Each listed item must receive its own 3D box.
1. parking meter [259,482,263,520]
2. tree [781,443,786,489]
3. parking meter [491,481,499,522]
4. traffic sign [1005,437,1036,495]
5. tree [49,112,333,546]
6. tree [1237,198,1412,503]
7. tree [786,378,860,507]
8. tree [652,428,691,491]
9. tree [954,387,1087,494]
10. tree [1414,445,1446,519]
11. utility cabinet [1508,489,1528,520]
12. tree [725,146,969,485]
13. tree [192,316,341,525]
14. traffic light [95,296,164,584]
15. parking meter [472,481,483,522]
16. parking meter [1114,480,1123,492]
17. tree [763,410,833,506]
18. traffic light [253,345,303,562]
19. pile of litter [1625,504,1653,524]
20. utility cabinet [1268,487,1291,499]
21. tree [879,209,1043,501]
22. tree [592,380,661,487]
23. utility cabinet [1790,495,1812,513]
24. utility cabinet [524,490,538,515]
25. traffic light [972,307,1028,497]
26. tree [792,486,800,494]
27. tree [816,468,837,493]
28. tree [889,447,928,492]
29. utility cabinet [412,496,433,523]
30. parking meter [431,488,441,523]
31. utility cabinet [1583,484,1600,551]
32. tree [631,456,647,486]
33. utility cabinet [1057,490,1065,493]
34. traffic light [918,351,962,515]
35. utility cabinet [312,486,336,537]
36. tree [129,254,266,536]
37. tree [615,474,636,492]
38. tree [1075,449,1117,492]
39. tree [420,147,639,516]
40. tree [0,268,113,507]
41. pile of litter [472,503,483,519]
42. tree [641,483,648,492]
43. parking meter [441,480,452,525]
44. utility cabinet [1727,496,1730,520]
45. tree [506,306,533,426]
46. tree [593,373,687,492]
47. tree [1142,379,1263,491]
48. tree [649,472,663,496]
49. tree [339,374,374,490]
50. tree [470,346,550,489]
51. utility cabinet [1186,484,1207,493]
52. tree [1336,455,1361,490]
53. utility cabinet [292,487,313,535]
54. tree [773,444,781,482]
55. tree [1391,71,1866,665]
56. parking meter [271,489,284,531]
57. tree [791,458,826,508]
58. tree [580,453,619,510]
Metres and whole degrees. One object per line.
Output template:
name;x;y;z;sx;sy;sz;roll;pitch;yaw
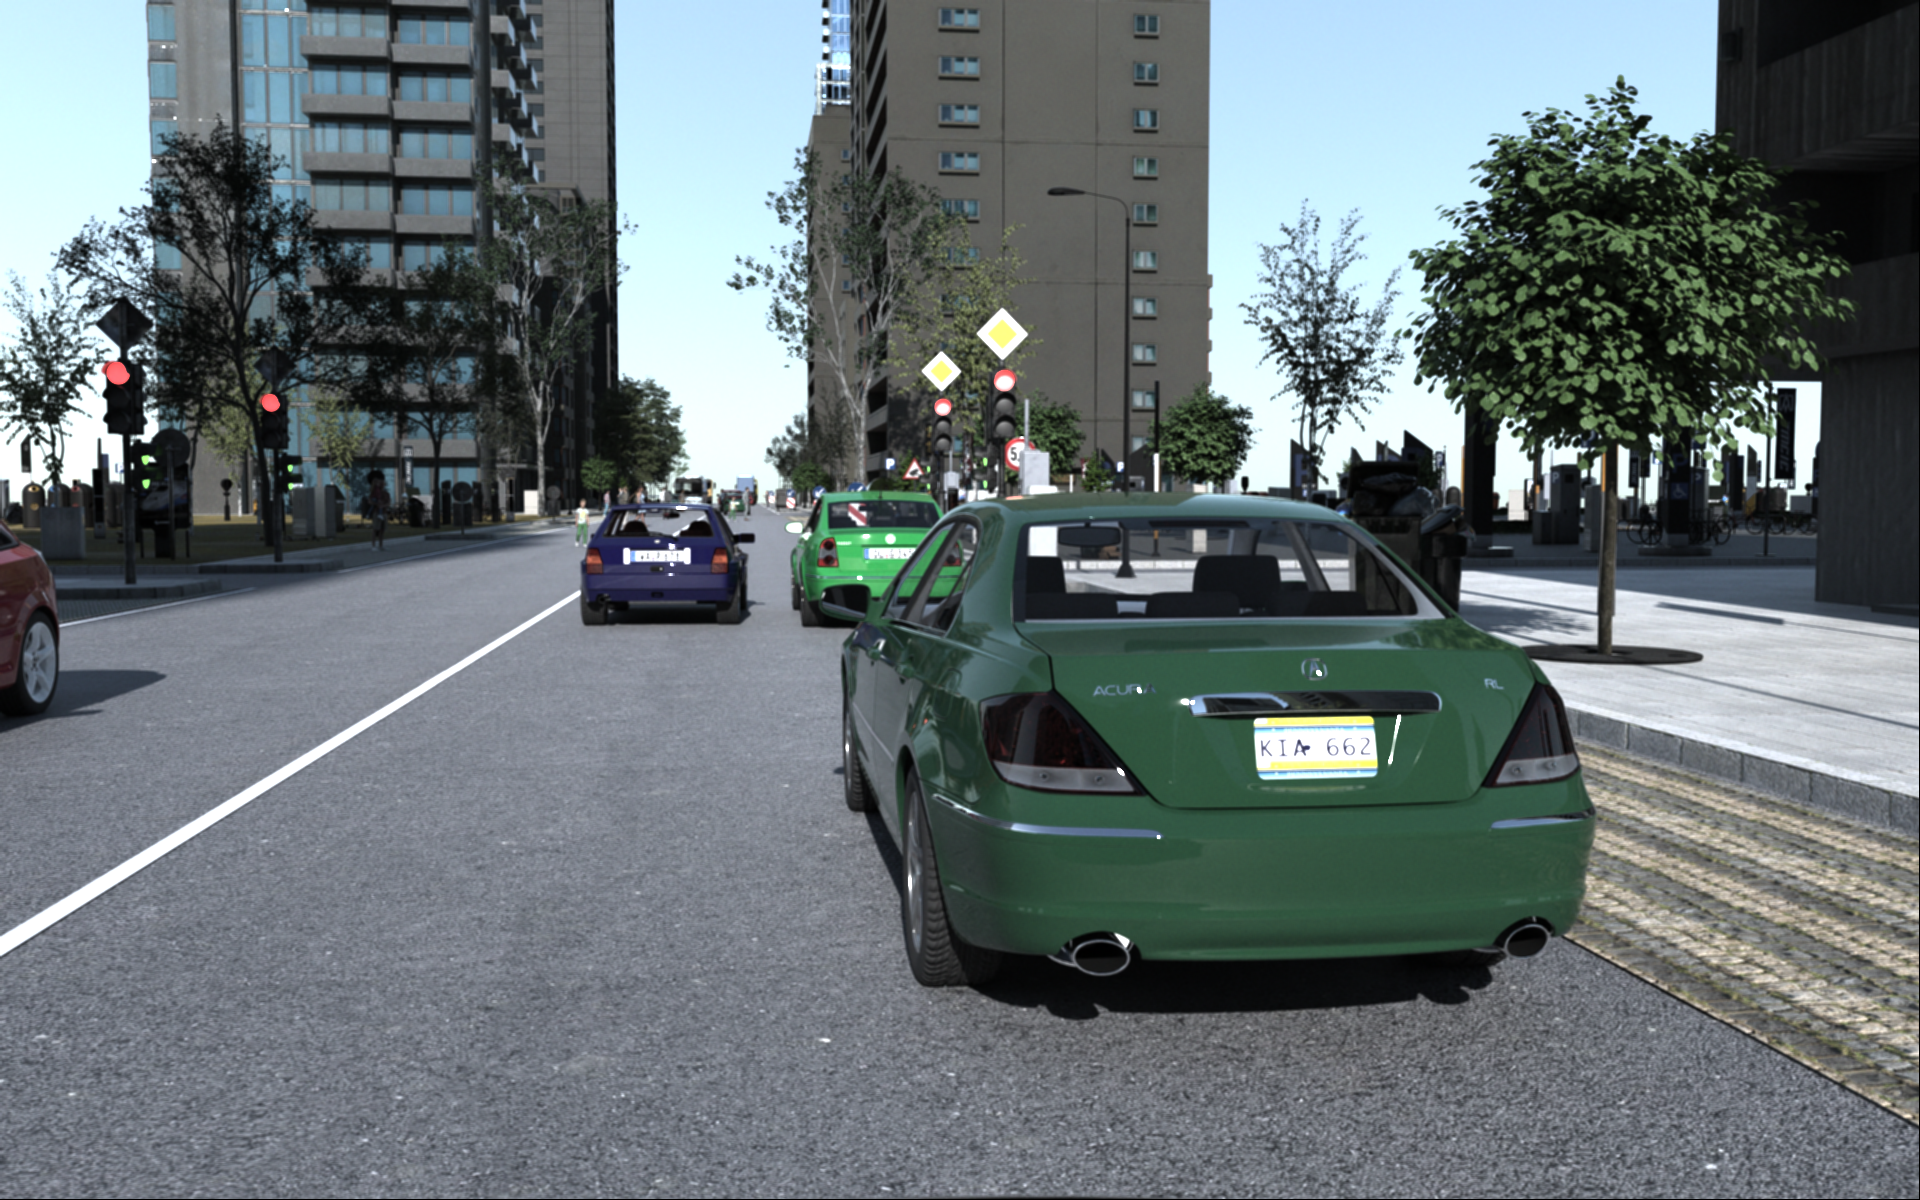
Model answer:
parking meter;-34.331;-4.852;85.039;0.255;1.863;0.399;0;4;3
tree;-14.846;-13.418;169.753;4.360;8.622;3.978;0;3;0
parking meter;-21.167;-4.475;78.869;0.255;1.863;0.399;0;4;0
traffic sign;1.345;-2.375;38.935;0.768;2.556;0.104;0;4;2
tree;-17.208;-6.612;42.516;7.601;10.594;8.767;3;4;38
tree;9.165;-5.733;44.105;4.360;8.622;3.978;0;3;0
tree;-7.820;-9.693;108.839;4.360;8.622;3.978;0;3;0
tree;-45.018;-20.765;265.263;9.928;11.665;9.643;0;3;0
tree;2.272;-4.258;53.324;4.285;4.588;4.351;0;3;0
tree;18.247;-4.507;68.293;1.663;3.219;1.824;0;3;0
utility cabinet;26.735;-4.513;82.468;1.173;1.500;0.318;1;4;21
tree;-6.203;-14.620;94.931;12.611;20.169;13.585;0;3;0
tree;-28.778;-7.352;70.560;4.737;8.622;4.395;0;3;0
traffic light;-11.848;-2.186;24.661;0.839;4.253;0.868;0;4;-7
parking meter;-21.852;-4.450;78.465;0.399;1.863;0.255;1;4;13
parking meter;6.659;-4.080;72.419;0.399;1.863;0.255;1;4;18
tree;-17.753;-15.730;191.598;8.767;10.594;7.601;0;4;2
traffic light;-12.848;-2.670;32.583;0.839;4.253;0.868;0;4;-7
pile of litter;28.941;-3.668;73.938;1.719;0.858;1.176;-2;4;-35
utility cabinet;10.042;-2.793;54.339;0.318;1.500;1.173;2;4;33
tree;0.270;-5.749;44.360;4.737;8.622;4.395;0;3;0
tree;-33.714;-15.526;171.979;7.486;12.596;7.792;0;3;0
utility cabinet;39.533;-4.292;81.343;0.306;1.237;1.020;-2;4;-30
utility cabinet;-25.789;-5.889;104.965;1.173;1.500;0.318;0;4;3
traffic light;0.613;-2.283;26.245;0.839;4.253;0.868;0;4;-7
tree;-20.909;-13.991;223.350;1.663;3.219;1.824;0;3;0
tree;-9.755;-8.164;128.087;1.663;3.219;1.824;0;3;0
tree;-2.112;-4.536;68.757;1.663;3.219;1.824;0;3;0
utility cabinet;-23.555;-3.965;75.987;0.306;1.237;1.020;2;4;24
parking meter;-22.908;-4.118;75.735;0.372;1.533;0.369;0;3;0
utility cabinet;14.171;-1.837;38.714;0.318;1.500;1.173;1;4;12
tree;-36.167;-15.052;196.457;4.360;8.622;3.978;0;3;0
utility cabinet;6.008;-5.841;104.183;0.318;1.500;1.173;1;4;21
traffic light;-0.387;-2.767;34.167;0.839;4.253;0.868;0;4;-7
utility cabinet;-18.665;-2.586;50.962;0.318;1.500;1.173;-2;4;-34
tree;-23.794;-6.311;53.547;4.360;8.622;3.978;0;3;0
tree;-31.476;-10.252;162.224;1.663;3.219;1.824;0;3;0
tree;5.403;-4.679;71.099;1.663;3.219;1.824;0;3;0
tree;-25.136;-14.787;97.648;12.611;20.169;13.585;0;3;0
tree;-29.394;-6.441;55.674;4.737;8.622;4.395;0;3;0
pile of litter;-25.695;-4.691;90.657;1.176;0.858;1.719;-3;5;-39
tree;-37.232;-12.745;202.989;1.663;3.219;1.824;0;3;0
parking meter;-21.647;-4.115;72.986;0.255;1.863;0.399;1;4;18
utility cabinet;33.123;-3.933;75.473;1.020;1.237;0.306;-3;4;-36
tree;-19.141;-7.927;64.020;8.767;10.594;7.601;3;5;40
tree;-33.959;-16.916;183.227;9.857;13.997;8.962;0;3;0
tree;6.920;-4.003;49.158;4.285;4.588;4.351;0;3;0
tree;-37.080;-15.734;207.604;4.737;8.622;4.395;0;3;0
tree;-37.317;-9.368;103.529;4.737;8.622;4.395;0;3;0
tree;-22.440;-8.327;86.514;4.360;8.622;3.978;0;3;0
utility cabinet;5.177;-1.786;37.888;0.318;1.500;1.173;0;3;0
tree;18.926;-5.436;83.485;1.663;3.219;1.824;0;3;0
utility cabinet;-20.458;-2.770;53.973;0.318;1.500;1.173;-3;5;-41
tree;-22.502;-17.085;229.698;4.360;8.622;3.978;0;3;0
tree;5.113;-1.821;13.492;4.285;4.588;4.351;0;3;0
parking meter;-23.637;-3.155;59.991;0.372;1.533;0.369;0;3;0
tree;-13.478;-10.563;156.422;4.285;4.588;4.351;0;3;0
tree;-29.127;-9.538;139.655;4.285;4.588;4.351;0;3;0
